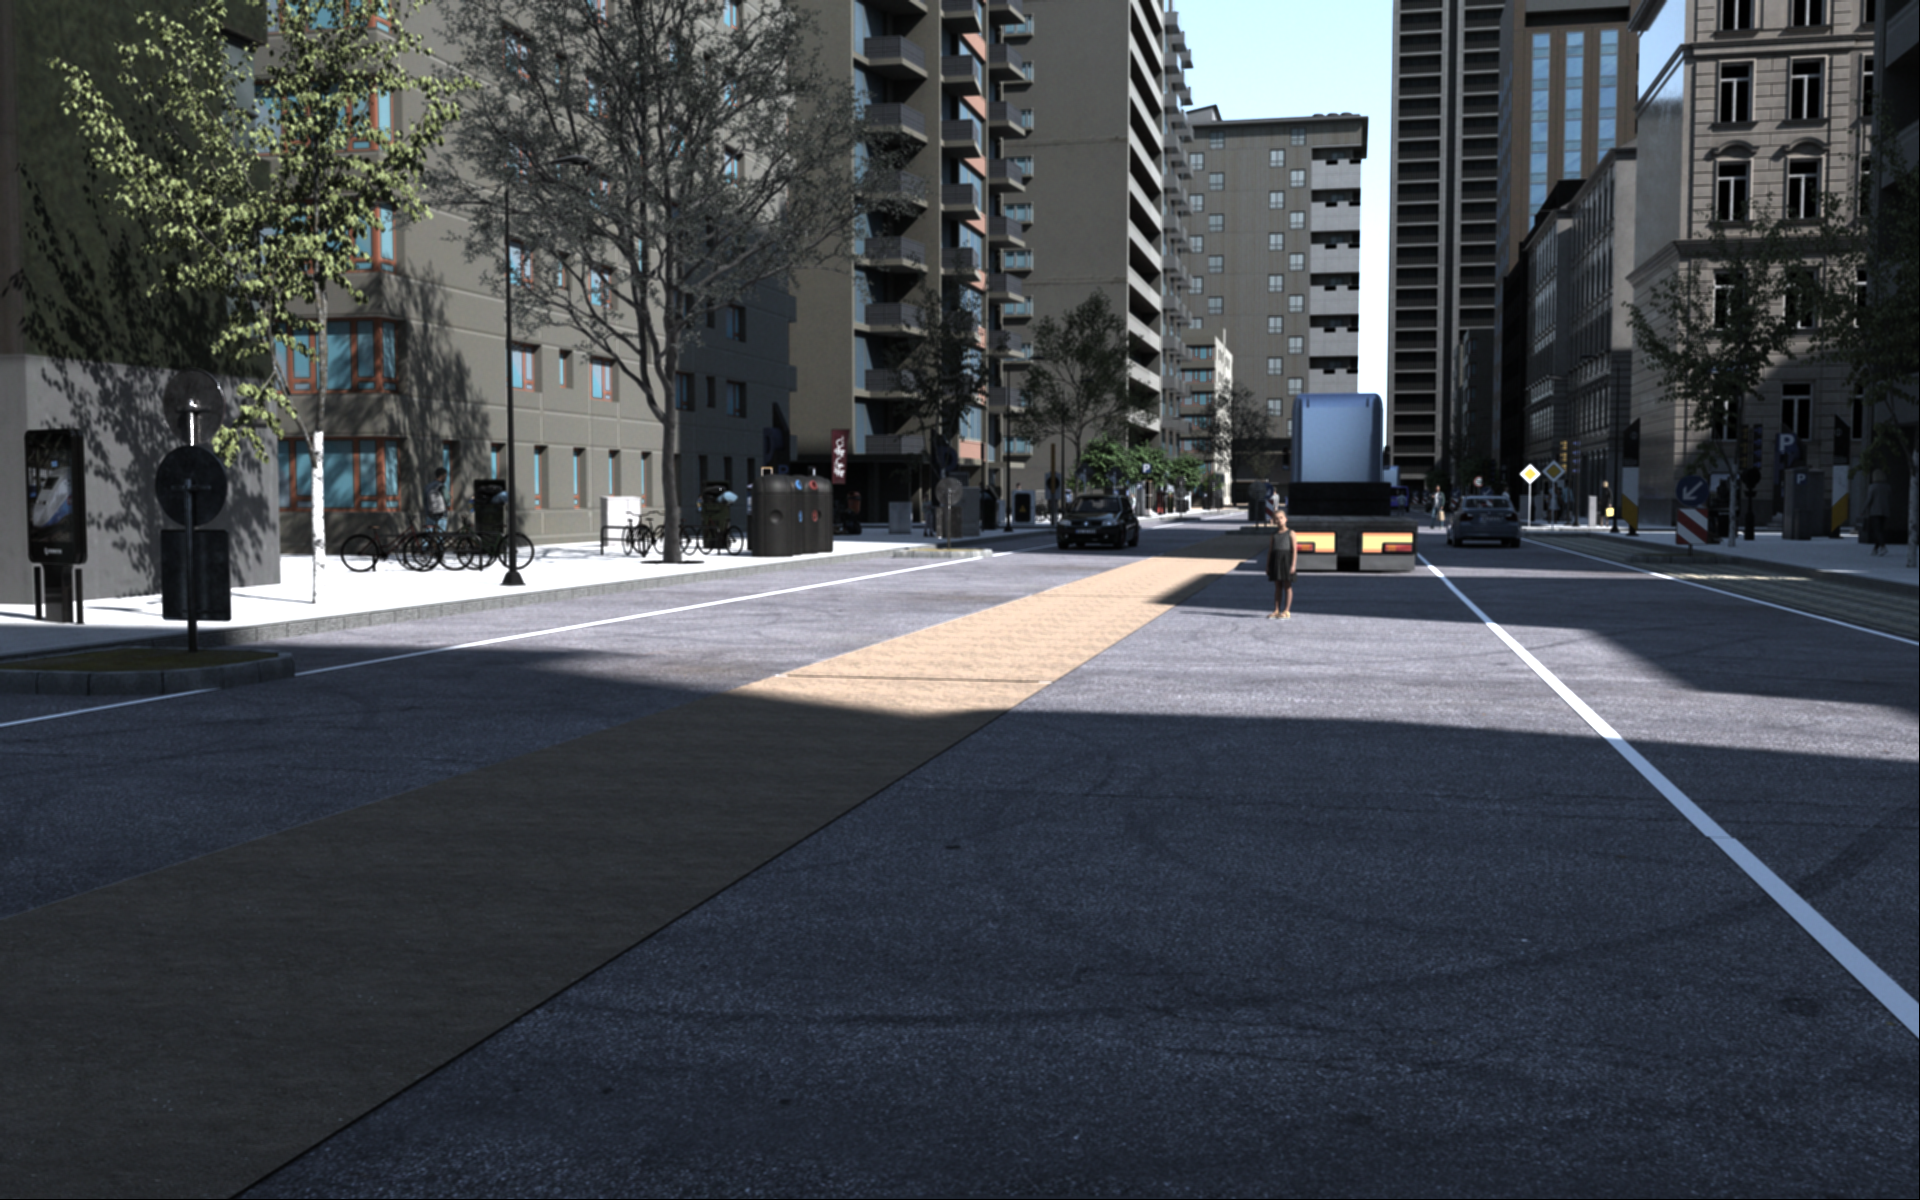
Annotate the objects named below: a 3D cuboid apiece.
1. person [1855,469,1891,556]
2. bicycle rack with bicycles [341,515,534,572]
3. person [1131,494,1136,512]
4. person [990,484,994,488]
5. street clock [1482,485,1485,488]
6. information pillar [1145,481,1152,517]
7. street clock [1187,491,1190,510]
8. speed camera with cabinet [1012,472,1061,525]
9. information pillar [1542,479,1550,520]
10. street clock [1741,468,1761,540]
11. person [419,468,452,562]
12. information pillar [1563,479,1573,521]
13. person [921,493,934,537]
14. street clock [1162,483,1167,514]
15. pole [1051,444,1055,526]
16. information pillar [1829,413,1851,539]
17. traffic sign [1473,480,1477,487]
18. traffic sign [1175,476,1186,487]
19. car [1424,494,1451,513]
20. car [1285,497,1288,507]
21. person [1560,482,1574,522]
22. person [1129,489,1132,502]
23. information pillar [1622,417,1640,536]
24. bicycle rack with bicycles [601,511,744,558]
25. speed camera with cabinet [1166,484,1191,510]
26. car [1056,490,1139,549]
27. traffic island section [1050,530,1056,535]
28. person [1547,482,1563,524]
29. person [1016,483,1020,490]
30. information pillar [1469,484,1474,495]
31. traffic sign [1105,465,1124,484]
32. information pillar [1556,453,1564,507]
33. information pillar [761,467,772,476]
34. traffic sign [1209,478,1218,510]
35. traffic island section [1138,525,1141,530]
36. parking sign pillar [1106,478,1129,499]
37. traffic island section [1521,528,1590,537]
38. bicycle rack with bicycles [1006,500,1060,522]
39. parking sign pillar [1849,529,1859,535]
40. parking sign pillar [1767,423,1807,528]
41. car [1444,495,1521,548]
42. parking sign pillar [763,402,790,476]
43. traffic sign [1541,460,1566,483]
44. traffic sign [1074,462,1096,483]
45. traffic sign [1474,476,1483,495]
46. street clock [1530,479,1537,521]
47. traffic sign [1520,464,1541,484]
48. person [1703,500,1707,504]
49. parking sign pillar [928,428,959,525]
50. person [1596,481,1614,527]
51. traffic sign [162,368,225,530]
[{"bbox_3d":[19.014,-1.819,35.972,0.709,1.800,0.728,0,4,-5],"label":"person"},{"bbox_3d":[-8.696,-0.983,29.453,2.925,0.926,2.852,0,4,-1],"label":"bicycle rack with bicycles"},{"bbox_3d":[9.471,-5.181,95.035,0.394,1.301,0.425,-1,4,-20],"label":"person"},{"bbox_3d":[1.279,-4.087,73.697,0.563,1.720,0.643,-3,5,-41],"label":"person"},{"bbox_3d":[39.411,-7.666,129.904,0.471,2.002,0.358,0,4,8],"label":"street clock"},{"bbox_3d":[10.395,-5.566,95.490,0.304,2.012,0.304,2,4,33],"label":"information pillar"},{"bbox_3d":[17.808,-7.996,135.297,0.471,2.002,0.358,1,4,16],"label":"street clock"},{"bbox_3d":[3.155,-4.719,71.488,2.038,3.252,0.660,0,4,3],"label":"speed camera with cabinet"},{"bbox_3d":[28.805,-4.932,85.123,0.304,2.012,0.304,1,4,17],"label":"information pillar"},{"bbox_3d":[21.964,-2.665,48.139,0.471,2.002,0.358,-1,4,-13],"label":"street clock"},{"bbox_3d":[-9.871,-1.607,32.669,0.623,1.781,0.721,0,4,7],"label":"person"},{"bbox_3d":[29.189,-4.809,83.118,0.304,2.012,0.304,3,5,44],"label":"information pillar"},{"bbox_3d":[-0.948,-2.564,52.241,0.394,1.301,0.425,3,4,36],"label":"person"},{"bbox_3d":[12.928,-6.411,109.386,0.358,2.002,0.471,0,4,8],"label":"street clock"},{"bbox_3d":[3.759,-4.655,69.955,0.158,3.312,0.155,0,3,0],"label":"pole"},{"bbox_3d":[25.363,-3.580,49.882,0.183,3.616,0.504,-2,4,-24],"label":"information pillar"},{"bbox_3d":[38.085,-7.774,127.217,0.768,2.556,0.104,1,4,20],"label":"traffic sign"},{"bbox_3d":[15.207,-7.302,119.487,0.768,2.556,0.104,1,4,20],"label":"traffic sign"},{"bbox_3d":[37.104,-7.635,134.622,2.009,1.686,4.222,1,4,14],"label":"car"},{"bbox_3d":[36.272,-10.914,188.041,1.945,1.707,3.694,1,4,13],"label":"car"},{"bbox_3d":[28.389,-4.600,81.113,0.748,1.841,0.638,0,4,-8],"label":"person"},{"bbox_3d":[10.486,-6.245,108.257,0.679,1.850,0.850,1,4,19],"label":"person"},{"bbox_3d":[20.558,-3.773,53.050,0.504,3.616,0.183,3,5,44],"label":"information pillar"},{"bbox_3d":[-6.260,-1.405,36.360,2.852,0.926,2.925,-3,4,-39],"label":"bicycle rack with bicycles"},{"bbox_3d":[17.719,-8.955,140.748,2.038,3.252,0.660,0,4,1],"label":"speed camera with cabinet"},{"bbox_3d":[3.701,-2.228,46.219,2.009,1.686,4.222,1,4,14],"label":"car"},{"bbox_3d":[4.430,-2.435,62.091,2.009,0.180,2.903,1,4,13],"label":"traffic island section"},{"bbox_3d":[25.682,-4.198,74.773,0.616,1.811,0.778,3,5,39],"label":"person"},{"bbox_3d":[2.842,-4.652,82.296,0.583,1.804,0.606,3,5,44],"label":"person"},{"bbox_3d":[36.128,-7.212,122.400,0.304,2.012,0.304,0,4,6],"label":"information pillar"},{"bbox_3d":[6.220,-4.136,69.807,0.795,2.593,0.064,1,4,13],"label":"traffic sign"},{"bbox_3d":[34.213,-6.574,98.842,0.504,3.616,0.183,1,4,14],"label":"information pillar"},{"bbox_3d":[-5.322,-2.642,47.688,0.304,2.012,0.304,-1,4,-11],"label":"information pillar"},{"bbox_3d":[20.678,-8.639,141.360,0.768,2.556,0.104,1,4,22],"label":"traffic sign"},{"bbox_3d":[6.195,-2.911,69.879,2.009,0.180,2.903,1,4,13],"label":"traffic island section"},{"bbox_3d":[9.012,-6.775,99.249,1.447,3.967,1.447,2,4,28],"label":"parking sign pillar"},{"bbox_3d":[20.074,-2.218,58.552,2.009,0.180,2.903,1,4,13],"label":"traffic island section"},{"bbox_3d":[3.225,-4.089,80.243,2.925,0.926,2.852,1,4,18],"label":"bicycle rack with bicycles"},{"bbox_3d":[28.733,-4.024,54.263,1.447,3.967,1.447,-3,5,-39],"label":"parking sign pillar"},{"bbox_3d":[31.159,-4.683,65.035,1.447,3.967,1.447,-1,4,-12],"label":"parking sign pillar"},{"bbox_3d":[14.431,-2.190,47.805,2.014,1.417,4.499,1,4,12],"label":"car"},{"bbox_3d":[-5.316,-3.783,50.324,1.447,3.967,1.447,-1,4,-22],"label":"parking sign pillar"},{"bbox_3d":[20.050,-3.443,58.475,0.795,2.593,0.064,1,4,13],"label":"traffic sign"},{"bbox_3d":[4.454,-3.659,62.019,0.795,2.593,0.064,1,4,13],"label":"traffic sign"},{"bbox_3d":[37.022,-7.550,123.550,0.768,2.556,0.104,1,4,17],"label":"traffic sign"},{"bbox_3d":[26.850,-4.684,81.148,0.358,2.002,0.471,1,4,17],"label":"street clock"},{"bbox_3d":[21.815,-3.919,66.263,0.795,2.593,0.064,1,4,13],"label":"traffic sign"},{"bbox_3d":[28.204,-3.672,66.040,0.622,1.834,0.822,0,4,-2],"label":"person"},{"bbox_3d":[-0.618,-5.064,71.268,1.447,3.967,1.447,3,5,42],"label":"parking sign pillar"},{"bbox_3d":[25.424,-3.799,68.378,0.699,1.804,1.509,1,4,15],"label":"person"},{"bbox_3d":[-7.779,-1.068,17.563,0.768,2.556,0.104,1,4,18],"label":"traffic sign"}]
